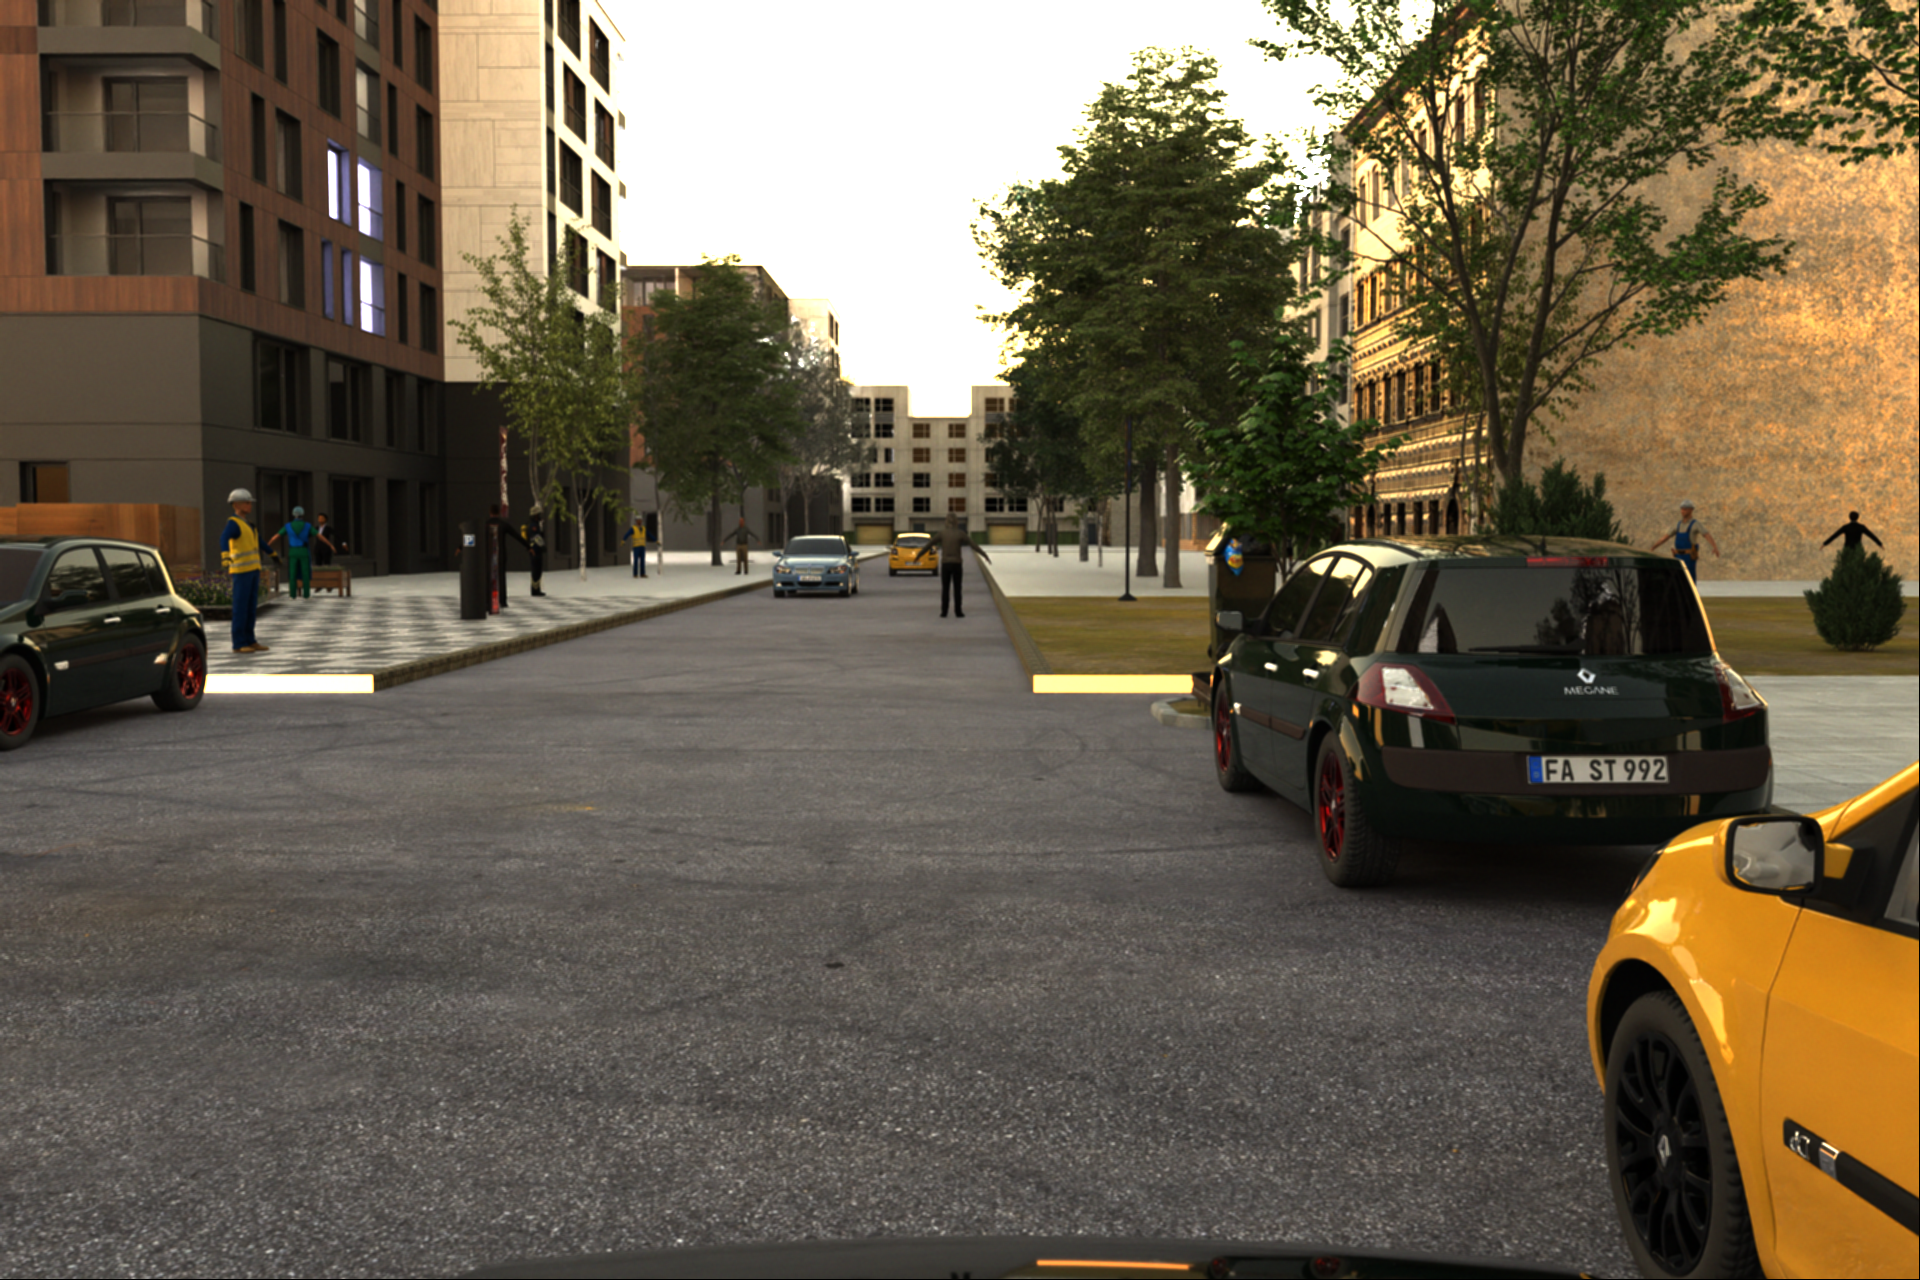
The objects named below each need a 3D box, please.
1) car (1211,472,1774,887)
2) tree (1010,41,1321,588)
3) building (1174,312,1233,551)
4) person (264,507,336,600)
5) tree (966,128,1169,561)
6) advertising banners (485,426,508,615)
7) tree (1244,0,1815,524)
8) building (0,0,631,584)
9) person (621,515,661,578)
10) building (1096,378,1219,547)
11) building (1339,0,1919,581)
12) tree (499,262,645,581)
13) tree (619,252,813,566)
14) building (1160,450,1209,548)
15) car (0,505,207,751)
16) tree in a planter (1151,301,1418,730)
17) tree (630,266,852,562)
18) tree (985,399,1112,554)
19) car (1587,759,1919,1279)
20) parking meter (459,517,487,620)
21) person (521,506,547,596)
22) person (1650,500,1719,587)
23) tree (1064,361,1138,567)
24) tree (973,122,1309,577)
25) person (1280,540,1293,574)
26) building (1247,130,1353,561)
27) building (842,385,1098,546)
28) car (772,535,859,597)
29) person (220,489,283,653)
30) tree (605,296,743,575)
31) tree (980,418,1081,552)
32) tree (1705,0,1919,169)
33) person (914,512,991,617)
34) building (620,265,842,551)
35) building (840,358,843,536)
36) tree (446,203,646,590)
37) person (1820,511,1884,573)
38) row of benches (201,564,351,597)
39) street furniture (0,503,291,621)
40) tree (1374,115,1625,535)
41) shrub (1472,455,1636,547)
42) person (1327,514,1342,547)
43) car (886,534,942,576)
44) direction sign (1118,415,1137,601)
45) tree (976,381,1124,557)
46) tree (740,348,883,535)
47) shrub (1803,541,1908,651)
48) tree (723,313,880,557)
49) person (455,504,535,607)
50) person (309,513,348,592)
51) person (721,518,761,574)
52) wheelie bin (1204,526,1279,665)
[{"bbox_3d":[2.326,0.083,8.434,2.009,1.686,4.222,0,4,-1],"label":"car"},{"bbox_3d":[4.637,-7.513,40.970,7.486,12.596,7.792,0,3,0],"label":"tree"},{"bbox_3d":[22.850,-17.573,143.734,16.016,20.090,11.380,0,4,0],"label":"building"},{"bbox_3d":[-12.927,-1.699,33.898,1.347,1.817,0.704,-1,4,-13],"label":"person"},{"bbox_3d":[7.035,-13.713,80.098,12.611,20.169,13.585,0,3,0],"label":"tree"},{"bbox_3d":[-7.430,-1.914,27.487,0.090,3.025,2.074,0,4,1],"label":"advertising banners"},{"bbox_3d":[7.850,-6.051,24.682,9.928,11.665,9.643,0,3,0],"label":"tree"},{"bbox_3d":[-27.914,-12.972,56.067,27.936,21.610,32.646,0,4,1],"label":"building"},{"bbox_3d":[-9.426,-2.751,50.950,1.349,1.833,0.705,-3,5,-41],"label":"person"},{"bbox_3d":[24.375,-21.504,182.525,19.493,23.208,18.063,0,4,0],"label":"building"},{"bbox_3d":[23.851,-13.761,55.918,19.493,23.208,18.063,0,4,0],"label":"building"},{"bbox_3d":[-10.286,-5.900,46.834,4.737,8.622,4.395,0,3,0],"label":"tree"},{"bbox_3d":[-9.797,-9.264,69.596,7.486,12.596,7.792,0,3,0],"label":"tree"},{"bbox_3d":[24.302,-18.817,164.070,16.016,20.090,11.380,0,4,1],"label":"building"},{"bbox_3d":[-7.101,-0.177,12.688,2.009,1.686,4.222,0,4,1],"label":"car"},{"bbox_3d":[2.517,-0.988,13.379,1.991,3.239,1.994,0,4,0],"label":"tree in a planter"},{"bbox_3d":[-10.058,-10.363,79.800,12.009,13.543,11.850,0,3,0],"label":"tree"},{"bbox_3d":[5.806,-10.779,110.649,8.767,10.594,7.601,0,4,2],"label":"tree"},{"bbox_3d":[2.135,0.502,2.024,2.015,1.641,3.980,0,4,0],"label":"car"},{"bbox_3d":[-7.303,-1.074,25.966,0.372,1.533,0.369,0,3,0],"label":"parking meter"},{"bbox_3d":[-8.765,-1.845,35.950,0.705,1.856,1.354,-1,4,-20],"label":"person"},{"bbox_3d":[11.950,-1.388,28.544,0.705,1.847,1.347,-2,4,-31],"label":"person"},{"bbox_3d":[5.573,-7.191,67.943,4.737,8.622,4.395,0,3,0],"label":"tree"},{"bbox_3d":[5.585,-8.907,52.284,9.857,13.997,8.962,0,3,0],"label":"tree"},{"bbox_3d":[10.459,-3.008,55.332,1.345,1.843,0.704,0,4,4],"label":"person"},{"bbox_3d":[24.634,-13.342,84.592,16.747,18.905,31.486,0,4,0],"label":"building"},{"bbox_3d":[1.347,-20.976,211.880,31.486,18.905,16.747,0,4,1],"label":"building"},{"bbox_3d":[-3.342,-1.754,40.680,2.014,1.417,4.499,0,4,0],"label":"car"},{"bbox_3d":[-7.704,-0.756,18.829,0.721,1.772,1.216,0,4,5],"label":"person"},{"bbox_3d":[-9.716,-6.377,54.626,4.360,8.622,3.978,0,3,0],"label":"tree"},{"bbox_3d":[5.542,-11.417,121.076,8.767,10.594,7.601,-1,4,-19],"label":"tree"},{"bbox_3d":[8.571,-5.234,11.327,9.928,11.665,9.643,0,3,0],"label":"tree"},{"bbox_3d":[-0.140,-1.303,29.887,1.348,1.813,0.705,0,4,5],"label":"person"},{"bbox_3d":[-25.340,-18.598,148.051,27.936,21.610,32.646,0,4,1],"label":"building"},{"bbox_3d":[-27.544,-20.918,185.976,27.936,21.610,32.646,0,4,0],"label":"building"},{"bbox_3d":[-9.417,-5.456,39.573,4.737,8.622,4.395,0,3,0],"label":"tree"},{"bbox_3d":[20.549,-2.061,39.878,1.347,1.806,0.705,1,4,17],"label":"person"},{"bbox_3d":[-14.411,-1.210,35.254,4.104,0.672,1.422,0,4,-4],"label":"row of benches"},{"bbox_3d":[-13.729,-1.314,28.344,9.812,1.723,11.010,-1,4,-17],"label":"street furniture"},{"bbox_3d":[9.594,-4.955,31.375,4.737,8.622,4.395,0,3,0],"label":"tree"},{"bbox_3d":[5.937,-0.818,17.410,1.661,2.075,1.752,0,3,0],"label":"shrub"},{"bbox_3d":[10.036,-2.468,46.485,0.704,1.812,1.346,1,4,17],"label":"person"},{"bbox_3d":[-1.599,-3.067,60.363,2.015,1.641,3.980,0,4,-1],"label":"car"},{"bbox_3d":[3.232,-2.528,33.337,0.379,3.537,0.876,0,4,-1],"label":"direction sign"},{"bbox_3d":[5.295,-9.899,96.261,8.767,10.594,7.601,-1,4,-10],"label":"tree"},{"bbox_3d":[-10.033,-12.441,113.785,12.009,13.543,11.850,0,3,0],"label":"tree"},{"bbox_3d":[9.840,-0.484,19.033,1.383,1.207,1.383,0,3,0],"label":"shrub"},{"bbox_3d":[-9.759,-11.411,96.936,12.009,13.543,11.850,0,3,0],"label":"tree"},{"bbox_3d":[-8.129,-1.472,30.298,1.346,1.802,0.704,-1,4,-15],"label":"person"},{"bbox_3d":[-14.005,-1.912,37.988,1.216,1.740,0.721,0,4,5],"label":"person"},{"bbox_3d":[-6.969,-3.000,55.319,1.348,1.796,0.705,1,4,11],"label":"person"},{"bbox_3d":[2.775,-0.557,17.010,0.693,1.594,0.980,0,3,0],"label":"wheelie bin"}]
